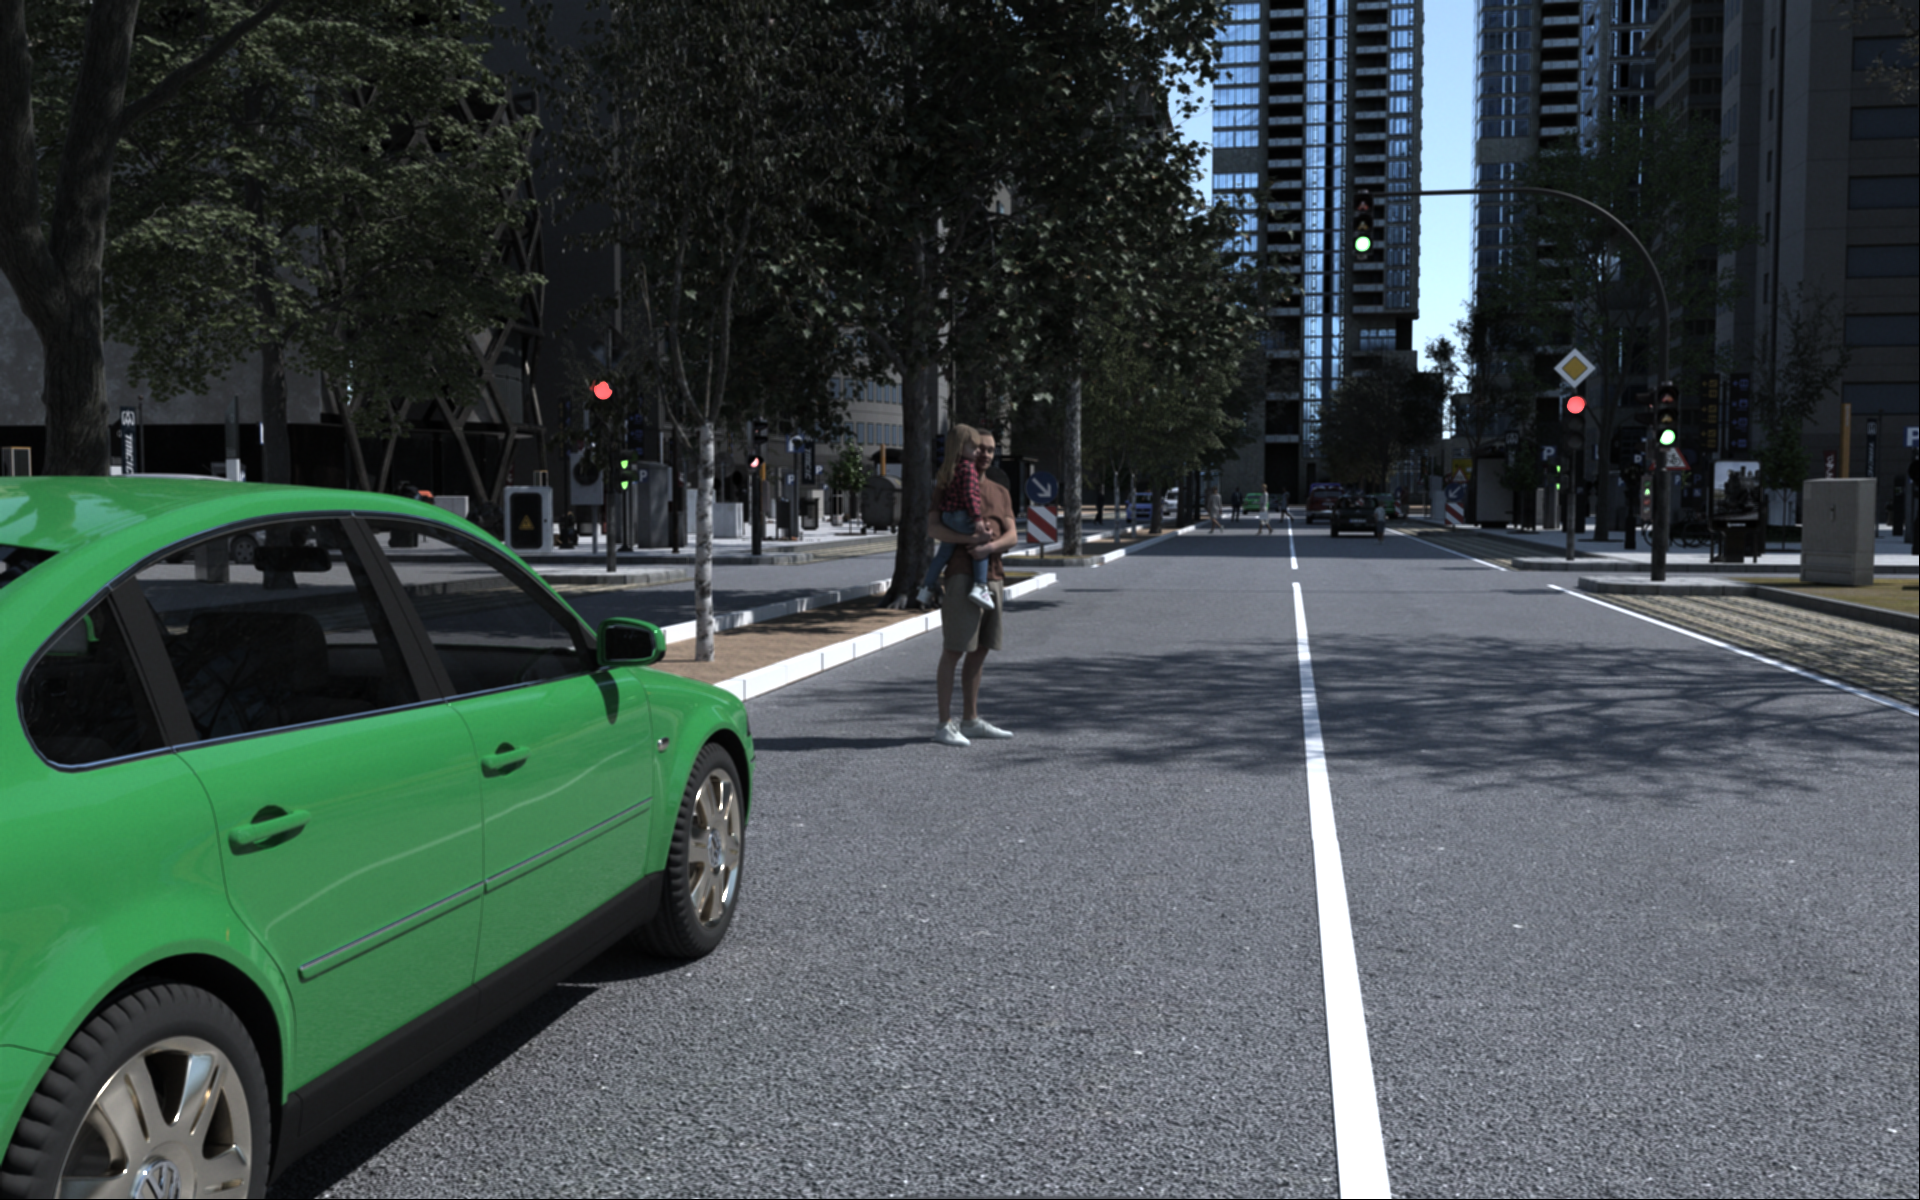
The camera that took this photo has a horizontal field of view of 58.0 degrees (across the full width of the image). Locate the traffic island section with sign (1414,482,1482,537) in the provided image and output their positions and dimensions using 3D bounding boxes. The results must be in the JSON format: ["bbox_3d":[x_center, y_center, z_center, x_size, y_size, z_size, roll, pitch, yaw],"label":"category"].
[{"bbox_3d":[16.610,-3.070,58.829,1.989,1.847,2.006,1,4,11],"label":"traffic island section with sign"}]

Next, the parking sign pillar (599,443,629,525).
[{"bbox_3d":[-14.452,-5.155,72.762,1.447,3.967,1.447,0,4,-4],"label":"parking sign pillar"}]

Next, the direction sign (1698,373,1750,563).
[{"bbox_3d":[14.315,-2.478,32.510,0.876,3.537,0.379,1,4,10],"label":"direction sign"}]

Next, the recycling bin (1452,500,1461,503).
[{"bbox_3d":[29.492,-5.480,102.152,0.722,1.027,0.722,2,4,34],"label":"recycling bin"}]

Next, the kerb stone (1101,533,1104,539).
[{"bbox_3d":[4.364,-1.987,54.684,0.120,0.150,1.000,1,4,11],"label":"kerb stone"}]

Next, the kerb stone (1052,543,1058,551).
[{"bbox_3d":[2.276,-1.309,43.591,0.120,0.150,1.000,1,4,11],"label":"kerb stone"}]

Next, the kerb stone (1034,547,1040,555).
[{"bbox_3d":[1.706,-1.124,40.573,0.120,0.150,1.000,1,4,11],"label":"kerb stone"}]

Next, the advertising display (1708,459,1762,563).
[{"bbox_3d":[14.358,-1.645,32.103,0.974,1.923,0.123,0,4,-6],"label":"advertising display"}]

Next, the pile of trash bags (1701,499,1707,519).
[{"bbox_3d":[35.451,-4.326,80.483,3.447,1.369,1.912,-3,5,-42],"label":"pile of trash bags"}]

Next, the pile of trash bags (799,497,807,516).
[{"bbox_3d":[-10.422,-5.630,101.797,3.447,1.369,1.912,0,4,-1],"label":"pile of trash bags"}]

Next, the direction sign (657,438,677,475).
[{"bbox_3d":[-11.781,-4.756,69.759,0.876,3.537,0.379,1,4,20],"label":"direction sign"}]

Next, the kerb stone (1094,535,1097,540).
[{"bbox_3d":[3.983,-1.863,52.662,0.120,0.150,1.000,1,4,11],"label":"kerb stone"}]

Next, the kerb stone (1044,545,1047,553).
[{"bbox_3d":[1.891,-1.186,41.583,0.120,0.150,1.000,1,4,11],"label":"kerb stone"}]

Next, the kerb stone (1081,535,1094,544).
[{"bbox_3d":[3.802,-1.802,51.656,0.120,0.150,1.000,1,4,11],"label":"kerb stone"}]

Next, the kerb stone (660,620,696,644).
[{"bbox_3d":[-2.752,0.324,16.896,0.120,0.150,1.000,1,4,11],"label":"kerb stone"}]

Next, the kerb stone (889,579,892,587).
[{"bbox_3d":[-1.042,-0.229,25.964,0.120,0.150,1.000,1,4,11],"label":"kerb stone"}]

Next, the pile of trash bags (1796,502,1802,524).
[{"bbox_3d":[35.468,-3.898,73.492,1.912,1.369,3.447,3,5,44],"label":"pile of trash bags"}]

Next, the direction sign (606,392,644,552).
[{"bbox_3d":[-7.463,-2.843,38.481,0.876,3.537,0.379,-1,4,-13],"label":"direction sign"}]

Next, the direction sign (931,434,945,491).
[{"bbox_3d":[-0.998,-4.521,65.917,0.876,3.537,0.379,1,4,19],"label":"direction sign"}]

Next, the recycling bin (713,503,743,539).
[{"bbox_3d":[-6.727,-2.305,50.247,0.722,1.027,0.722,1,4,9],"label":"recycling bin"}]

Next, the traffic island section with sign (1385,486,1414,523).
[{"bbox_3d":[21.651,-4.710,85.637,1.989,1.847,2.006,1,4,11],"label":"traffic island section with sign"}]

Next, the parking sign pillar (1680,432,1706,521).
[{"bbox_3d":[31.582,-5.285,74.889,1.447,3.967,1.447,0,4,-4],"label":"parking sign pillar"}]

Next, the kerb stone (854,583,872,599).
[{"bbox_3d":[-1.426,-0.106,23.950,0.120,0.150,1.000,1,4,11],"label":"kerb stone"}]

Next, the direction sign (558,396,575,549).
[{"bbox_3d":[-9.224,-2.967,40.507,0.379,3.537,0.876,-2,4,-31],"label":"direction sign"}]

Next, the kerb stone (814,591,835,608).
[{"bbox_3d":[-1.808,0.024,21.942,0.120,0.150,1.000,1,4,11],"label":"kerb stone"}]

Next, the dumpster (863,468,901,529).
[{"bbox_3d":[-2.818,-3.816,64.889,1.502,2.255,1.985,1,4,11],"label":"dumpster"}]

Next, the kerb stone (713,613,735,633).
[{"bbox_3d":[-2.570,0.262,17.918,0.120,0.150,1.000,1,4,11],"label":"kerb stone"}]

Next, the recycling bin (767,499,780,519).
[{"bbox_3d":[-9.643,-4.774,90.607,0.722,1.027,0.722,-2,4,-24],"label":"recycling bin"}]

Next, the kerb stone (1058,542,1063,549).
[{"bbox_3d":[2.468,-1.365,44.596,0.120,0.150,1.000,1,4,11],"label":"kerb stone"}]

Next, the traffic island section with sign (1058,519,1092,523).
[{"bbox_3d":[5.634,-4.823,87.480,1.989,1.847,2.006,1,4,11],"label":"traffic island section with sign"}]

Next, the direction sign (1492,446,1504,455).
[{"bbox_3d":[25.259,-5.473,81.486,0.876,3.537,0.379,-2,4,-31],"label":"direction sign"}]

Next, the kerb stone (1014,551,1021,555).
[{"bbox_3d":[1.134,-0.940,37.559,0.120,0.150,1.000,1,4,11],"label":"kerb stone"}]

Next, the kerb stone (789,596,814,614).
[{"bbox_3d":[-1.989,0.078,20.928,0.120,0.150,1.000,1,4,11],"label":"kerb stone"}]

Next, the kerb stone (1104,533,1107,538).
[{"bbox_3d":[4.550,-2.049,55.689,0.120,0.150,1.000,1,4,11],"label":"kerb stone"}]

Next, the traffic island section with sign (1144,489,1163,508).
[{"bbox_3d":[14.867,-7.816,136.424,1.989,1.847,2.006,1,4,11],"label":"traffic island section with sign"}]

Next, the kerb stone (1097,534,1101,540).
[{"bbox_3d":[4.171,-1.925,53.667,0.120,0.150,1.000,1,4,11],"label":"kerb stone"}]

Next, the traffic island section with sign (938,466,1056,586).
[{"bbox_3d":[0.366,-1.198,27.716,2.006,1.907,1.989,1,4,11],"label":"traffic island section with sign"}]

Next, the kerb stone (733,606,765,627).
[{"bbox_3d":[-2.369,0.200,18.920,0.120,0.150,1.000,1,4,11],"label":"kerb stone"}]

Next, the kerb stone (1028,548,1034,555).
[{"bbox_3d":[1.511,-1.063,39.569,0.120,0.150,1.000,1,4,11],"label":"kerb stone"}]

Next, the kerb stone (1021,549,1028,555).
[{"bbox_3d":[1.322,-0.997,38.564,0.120,0.150,1.000,1,4,11],"label":"kerb stone"}]

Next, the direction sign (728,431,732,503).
[{"bbox_3d":[-8.050,-4.206,60.757,0.379,3.537,0.876,0,4,0],"label":"direction sign"}]

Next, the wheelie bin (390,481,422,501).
[{"bbox_3d":[-13.329,-2.060,41.587,0.693,1.594,0.980,0,4,1],"label":"wheelie bin"}]

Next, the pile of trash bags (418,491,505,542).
[{"bbox_3d":[-13.093,-2.273,46.921,3.447,1.369,1.912,-2,4,-25],"label":"pile of trash bags"}]

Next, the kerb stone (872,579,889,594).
[{"bbox_3d":[-1.230,-0.169,24.955,0.120,0.150,1.000,1,4,11],"label":"kerb stone"}]

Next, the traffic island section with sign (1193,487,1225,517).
[{"bbox_3d":[15.649,-6.159,108.840,2.006,1.907,1.989,1,4,11],"label":"traffic island section with sign"}]

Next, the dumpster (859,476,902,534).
[{"bbox_3d":[-2.504,-3.093,56.335,1.264,1.857,1.865,1,4,11],"label":"dumpster"}]

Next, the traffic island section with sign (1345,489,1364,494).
[{"bbox_3d":[30.663,-7.634,133.450,1.989,1.847,2.006,1,4,11],"label":"traffic island section with sign"}]

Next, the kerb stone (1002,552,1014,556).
[{"bbox_3d":[0.943,-0.878,36.555,0.120,0.150,1.000,1,4,11],"label":"kerb stone"}]

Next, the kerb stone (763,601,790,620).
[{"bbox_3d":[-2.184,0.139,19.925,0.120,0.150,1.000,1,4,11],"label":"kerb stone"}]

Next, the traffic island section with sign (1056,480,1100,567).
[{"bbox_3d":[1.747,-1.643,34.994,2.006,1.907,1.989,1,4,11],"label":"traffic island section with sign"}]

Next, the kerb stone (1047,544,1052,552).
[{"bbox_3d":[2.085,-1.243,42.587,0.120,0.150,1.000,1,4,11],"label":"kerb stone"}]

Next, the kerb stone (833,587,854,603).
[{"bbox_3d":[-1.613,-0.043,22.945,0.120,0.150,1.000,1,4,11],"label":"kerb stone"}]

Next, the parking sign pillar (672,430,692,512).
[{"bbox_3d":[-11.764,-5.189,73.311,1.447,3.967,1.447,1,4,10],"label":"parking sign pillar"}]

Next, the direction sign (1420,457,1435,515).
[{"bbox_3d":[28.557,-6.961,105.807,0.876,3.537,0.379,0,4,1],"label":"direction sign"}]
